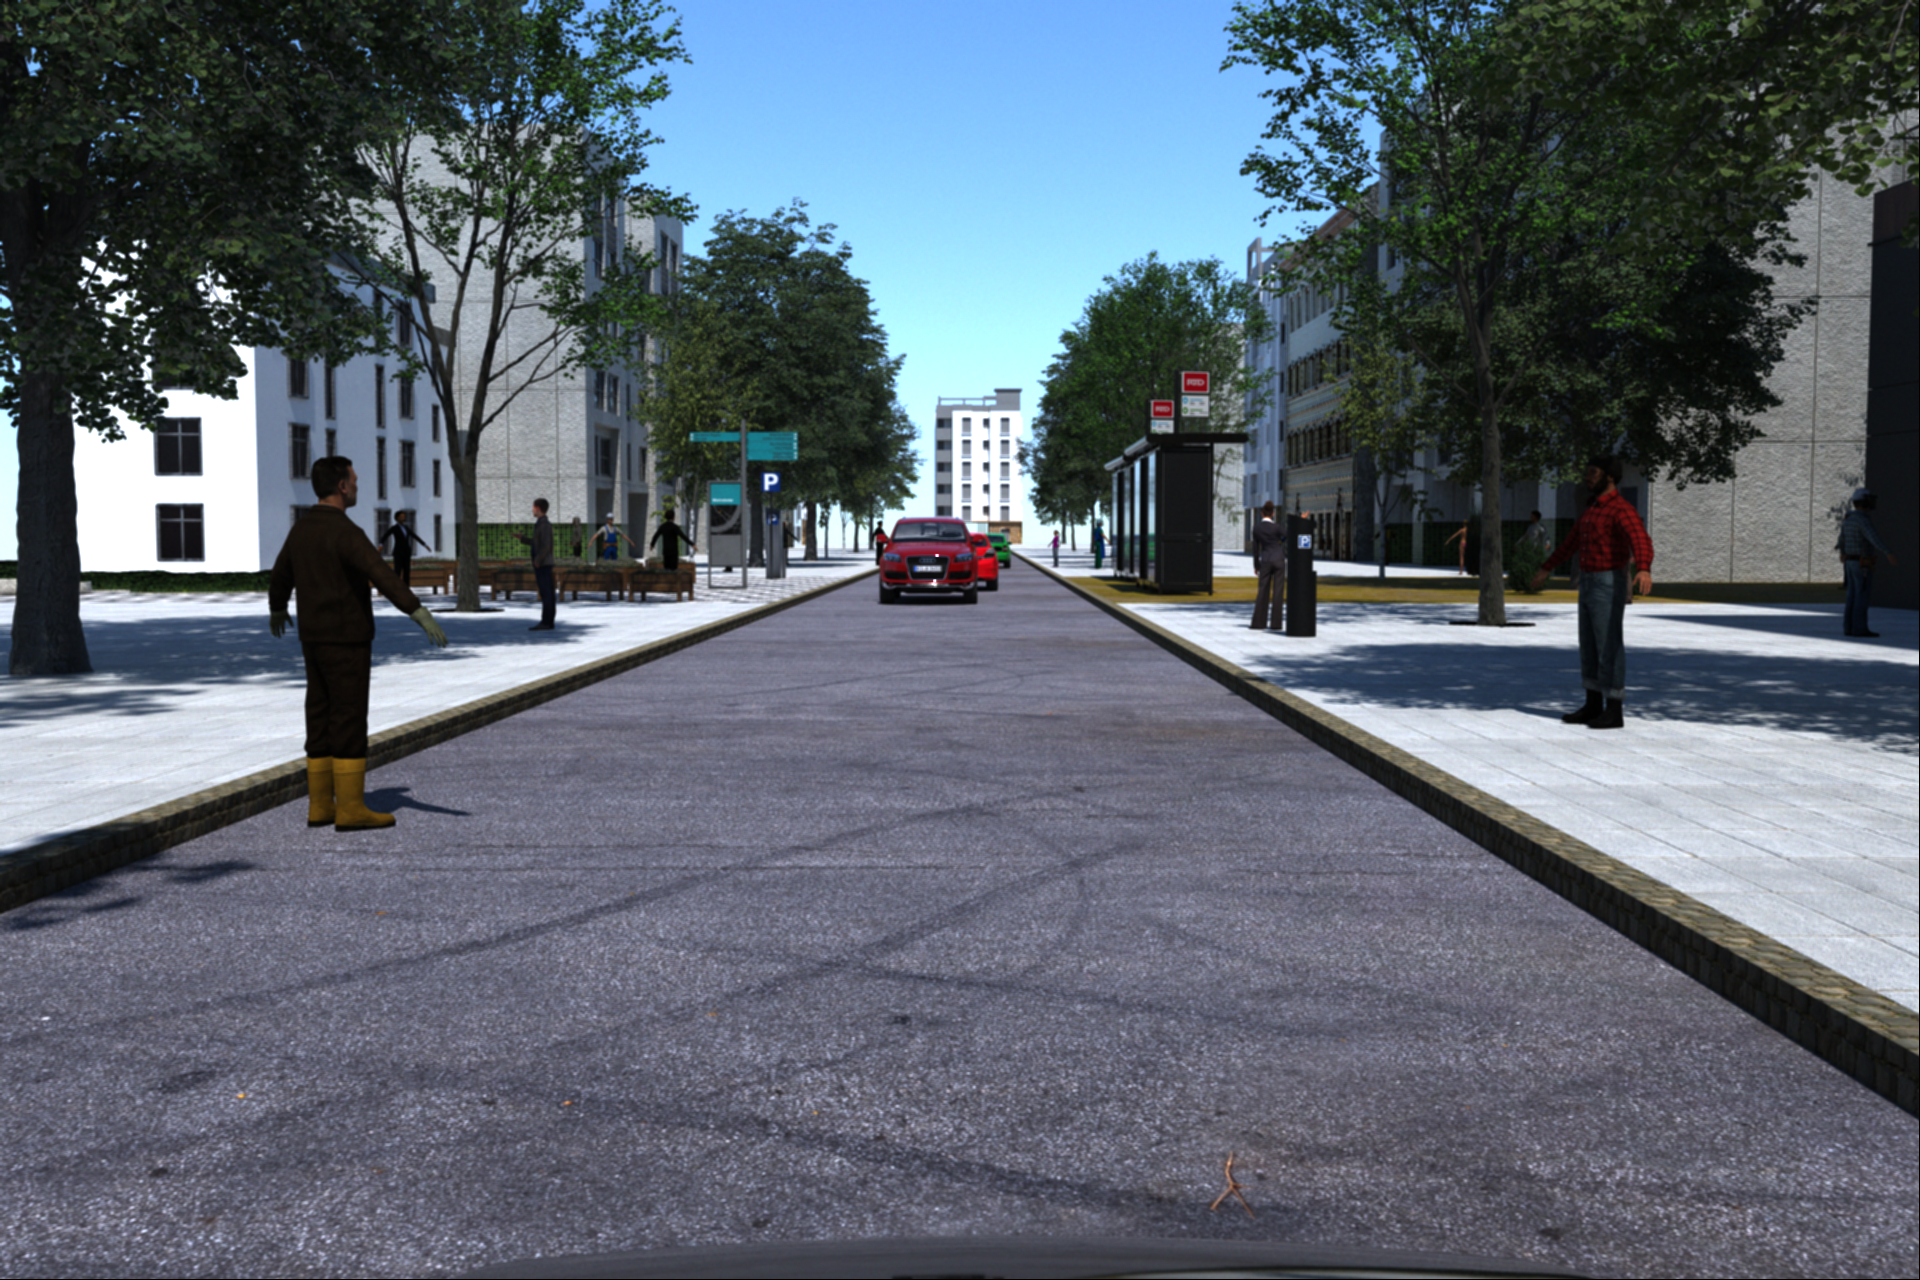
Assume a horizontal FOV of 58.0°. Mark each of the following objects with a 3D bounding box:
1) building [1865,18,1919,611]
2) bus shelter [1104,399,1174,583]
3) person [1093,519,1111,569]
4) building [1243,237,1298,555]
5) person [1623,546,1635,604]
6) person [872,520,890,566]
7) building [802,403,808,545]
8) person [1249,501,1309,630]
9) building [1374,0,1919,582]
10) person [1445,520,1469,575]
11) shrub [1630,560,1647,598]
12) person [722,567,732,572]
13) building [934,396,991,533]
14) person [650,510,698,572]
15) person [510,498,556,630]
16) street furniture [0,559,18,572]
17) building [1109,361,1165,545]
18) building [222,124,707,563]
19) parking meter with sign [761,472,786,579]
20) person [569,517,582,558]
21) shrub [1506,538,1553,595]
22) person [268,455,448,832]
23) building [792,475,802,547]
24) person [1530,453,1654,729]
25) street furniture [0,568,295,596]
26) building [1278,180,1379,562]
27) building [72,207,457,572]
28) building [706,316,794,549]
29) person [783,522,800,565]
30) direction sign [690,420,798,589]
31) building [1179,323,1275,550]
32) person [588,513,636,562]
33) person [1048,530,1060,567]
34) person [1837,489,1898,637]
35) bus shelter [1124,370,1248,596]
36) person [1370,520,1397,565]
[{"bbox_3d":[26.383,-10.390,13.850,27.936,21.610,32.646,0,4,1],"label":"building"},{"bbox_3d":[5.311,-4.379,49.223,2.179,5.291,8.768,0,4,0],"label":"bus shelter"},{"bbox_3d":[5.094,-3.480,63.026,0.704,1.817,1.347,-1,4,-21],"label":"person"},{"bbox_3d":[23.535,-15.598,111.441,16.016,20.090,11.380,0,4,1],"label":"building"},{"bbox_3d":[12.093,-1.536,31.710,0.434,1.755,0.990,0,4,-3],"label":"person"},{"bbox_3d":[-3.217,-3.929,70.170,0.705,1.837,1.347,-3,4,-37],"label":"person"},{"bbox_3d":[-23.008,-20.932,198.658,16.016,20.090,11.380,0,4,0],"label":"building"},{"bbox_3d":[4.274,-1.000,23.200,0.742,1.727,0.445,0,4,-2],"label":"person"},{"bbox_3d":[26.775,-11.910,61.187,16.747,18.905,31.486,0,4,0],"label":"building"},{"bbox_3d":[15.854,-2.914,54.446,1.217,1.733,0.721,0,4,-3],"label":"person"},{"bbox_3d":[13.156,-1.419,34.320,1.383,1.207,1.383,0,3,0],"label":"shrub"},{"bbox_3d":[-7.869,-3.228,58.564,0.705,1.856,1.354,-1,4,-22],"label":"person"},{"bbox_3d":[-2.920,-22.583,228.104,11.380,20.090,16.016,0,4,-6],"label":"building"},{"bbox_3d":[-6.267,-1.923,37.621,1.347,1.806,0.705,2,4,33],"label":"person"},{"bbox_3d":[-5.758,-1.020,23.244,0.750,1.759,0.617,0,4,6],"label":"person"},{"bbox_3d":[-31.441,-2.194,51.506,5.734,0.657,10.072,0,4,-1],"label":"street furniture"},{"bbox_3d":[25.732,-19.541,185.948,16.747,18.905,31.486,0,4,0],"label":"building"},{"bbox_3d":[-24.289,-13.723,90.823,16.747,18.905,31.486,0,4,1],"label":"building"},{"bbox_3d":[-5.317,-3.277,49.835,0.543,3.016,1.738,0,4,2],"label":"parking meter with sign"},{"bbox_3d":[-11.801,-2.883,53.264,0.705,1.813,1.348,-1,4,-21],"label":"person"},{"bbox_3d":[12.064,-1.563,36.680,1.383,1.207,1.383,0,3,0],"label":"shrub"},{"bbox_3d":[-3.016,0.008,8.458,1.346,1.812,0.704,3,4,36],"label":"person"},{"bbox_3d":[-21.074,-14.690,182.326,9.099,9.664,28.070,0,4,0],"label":"building"},{"bbox_3d":[4.252,-0.333,11.550,0.704,1.816,1.345,-1,4,-11],"label":"person"},{"bbox_3d":[-18.931,-1.419,38.820,10.072,0.657,5.734,-1,4,-23],"label":"street furniture"},{"bbox_3d":[27.453,-15.734,88.174,19.493,23.208,18.063,0,4,0],"label":"building"},{"bbox_3d":[-22.231,-7.128,58.694,9.099,9.664,28.070,0,4,2],"label":"building"},{"bbox_3d":[-25.286,-19.815,154.911,19.493,23.208,18.063,0,4,2],"label":"building"},{"bbox_3d":[-7.311,-4.021,72.020,1.348,1.796,0.705,-2,4,-33],"label":"person"},{"bbox_3d":[-5.034,-3.196,41.022,2.525,3.948,1.411,0,4,1],"label":"direction sign"},{"bbox_3d":[28.497,-17.562,153.591,16.747,18.905,31.486,0,4,1],"label":"building"},{"bbox_3d":[-9.376,-2.486,46.505,1.347,1.847,0.705,-2,4,-34],"label":"person"},{"bbox_3d":[3.625,-3.508,66.624,0.599,1.433,0.991,-1,4,-22],"label":"person"},{"bbox_3d":[11.305,-0.970,21.694,0.704,1.849,1.345,0,4,2],"label":"person"},{"bbox_3d":[5.015,-3.823,40.146,2.179,5.291,8.768,0,4,1],"label":"bus shelter"},{"bbox_3d":[17.423,-3.997,71.113,1.354,1.858,0.705,-2,4,-25],"label":"person"}]
